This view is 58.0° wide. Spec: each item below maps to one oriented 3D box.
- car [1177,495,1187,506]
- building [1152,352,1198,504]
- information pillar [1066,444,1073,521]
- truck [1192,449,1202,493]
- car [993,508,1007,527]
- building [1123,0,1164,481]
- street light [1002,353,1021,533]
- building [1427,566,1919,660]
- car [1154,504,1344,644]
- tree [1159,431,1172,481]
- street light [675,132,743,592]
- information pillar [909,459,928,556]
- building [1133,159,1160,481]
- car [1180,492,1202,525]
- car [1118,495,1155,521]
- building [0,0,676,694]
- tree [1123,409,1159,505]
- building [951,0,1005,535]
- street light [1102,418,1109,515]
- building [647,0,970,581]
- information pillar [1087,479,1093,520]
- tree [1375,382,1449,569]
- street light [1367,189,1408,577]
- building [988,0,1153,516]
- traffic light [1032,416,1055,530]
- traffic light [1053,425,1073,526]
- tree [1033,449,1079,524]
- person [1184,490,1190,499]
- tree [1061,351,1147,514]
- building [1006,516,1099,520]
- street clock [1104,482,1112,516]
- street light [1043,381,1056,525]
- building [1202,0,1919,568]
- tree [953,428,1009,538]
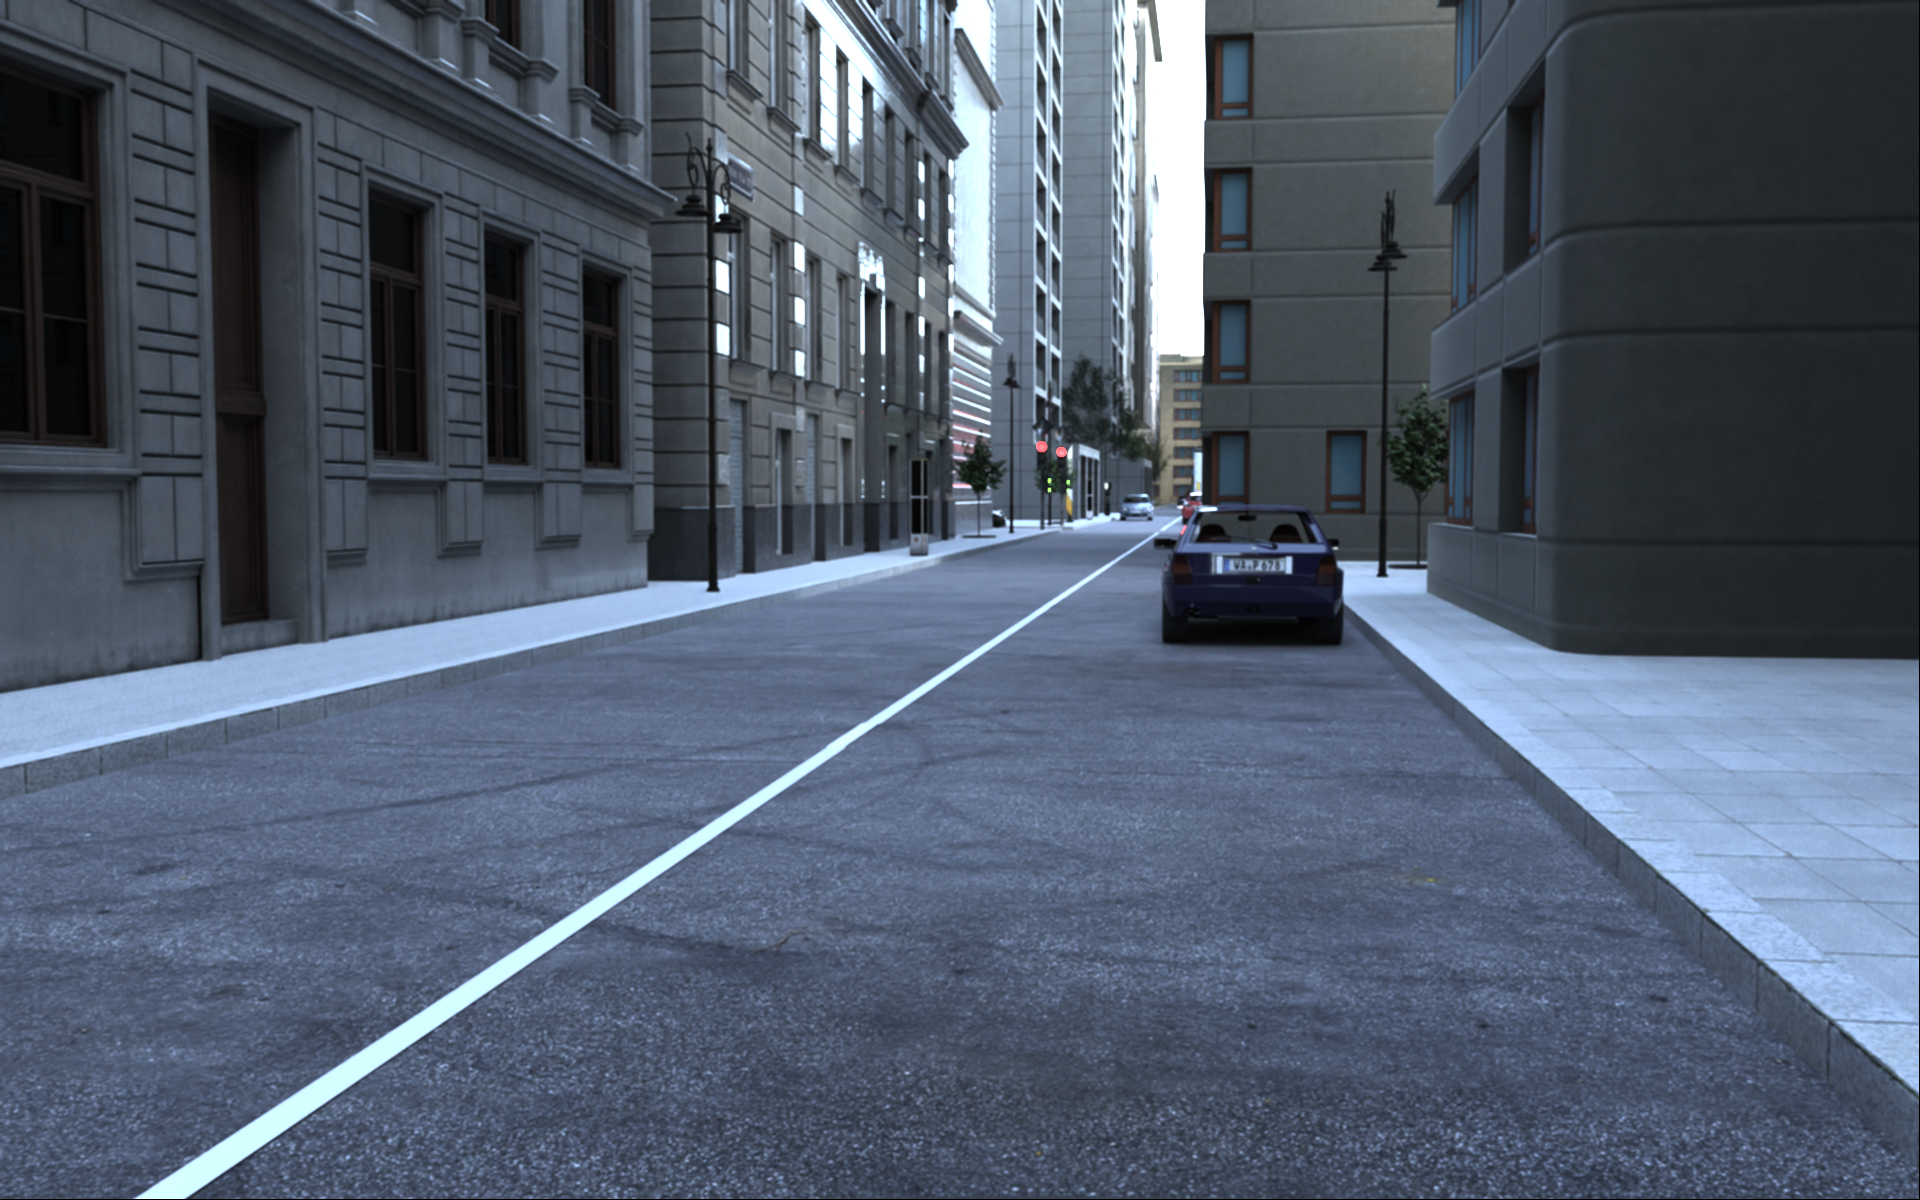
[{"bbox_3d":[27.986,-12.426,215.738,1.945,1.354,3.894,0,4,7],"label":"car"},{"bbox_3d":[19.759,-24.339,242.977,28.899,21.520,27.650,1,4,8],"label":"building"},{"bbox_3d":[5.093,-5.471,80.797,0.183,3.616,0.504,2,4,32],"label":"information pillar"},{"bbox_3d":[16.455,-7.553,112.405,2.839,4.237,11.283,0,4,8],"label":"truck"},{"bbox_3d":[-0.281,-3.541,67.680,4.222,1.686,2.009,1,4,8],"label":"car"},{"bbox_3d":[7.029,-36.549,186.813,28.713,52.752,27.495,1,4,8],"label":"building"},{"bbox_3d":[1.698,-5.144,56.892,0.468,5.910,1.993,1,4,8],"label":"street light"},{"bbox_3d":[17.670,-9.827,5.708,27.650,21.520,28.899,1,4,8],"label":"building"},{"bbox_3d":[2.976,-0.328,17.945,1.945,1.354,3.894,0,4,8],"label":"car"},{"bbox_3d":[22.729,-15.438,202.770,4.737,8.622,4.395,0,3,0],"label":"tree"},{"bbox_3d":[-3.251,-3.049,22.641,0.468,5.910,1.993,1,4,8],"label":"street light"},{"bbox_3d":[-0.853,-1.929,36.026,0.304,2.012,0.304,1,4,21],"label":"information pillar"},{"bbox_3d":[17.573,-32.434,213.887,14.086,41.232,14.154,1,4,8],"label":"building"},{"bbox_3d":[11.558,-4.509,82.768,2.155,1.783,4.494,1,4,9],"label":"car"},{"bbox_3d":[9.708,-5.082,95.085,2.014,1.417,4.499,0,4,7],"label":"car"},{"bbox_3d":[-10.613,-10.890,14.209,11.583,22.565,21.152,1,4,8],"label":"building"},{"bbox_3d":[13.743,-11.733,142.198,4.737,8.622,4.395,0,3,0],"label":"tree"},{"bbox_3d":[-8.658,-14.057,58.717,19.941,23.489,11.050,1,4,8],"label":"building"},{"bbox_3d":[8.808,-8.079,104.883,0.468,5.910,1.993,1,4,8],"label":"street light"},{"bbox_3d":[-7.480,-14.687,37.389,12.463,27.353,25.104,1,4,8],"label":"building"},{"bbox_3d":[6.329,-4.888,84.409,0.304,2.012,0.304,0,4,8],"label":"information pillar"},{"bbox_3d":[8.083,-2.160,29.924,1.663,3.219,1.824,0,3,0],"label":"tree"},{"bbox_3d":[6.538,-3.293,26.634,0.468,5.910,1.993,1,4,8],"label":"street light"},{"bbox_3d":[3.832,-42.100,126.586,20.563,71.187,20.611,1,4,8],"label":"building"},{"bbox_3d":[2.995,-4.499,62.483,0.839,4.253,0.868,1,4,8],"label":"traffic light"},{"bbox_3d":[4.164,-4.982,70.383,0.839,4.253,0.868,1,4,8],"label":"traffic light"},{"bbox_3d":[3.994,-4.842,73.776,1.663,3.219,1.824,0,3,0],"label":"tree"},{"bbox_3d":[26.817,-11.929,203.166,0.705,1.869,1.348,-3,5,-43],"label":"person"},{"bbox_3d":[8.751,-10.929,113.102,7.601,10.594,8.767,1,4,12],"label":"tree"},{"bbox_3d":[-2.798,-40.102,93.919,20.563,71.187,20.611,1,4,8],"label":"building"},{"bbox_3d":[8.637,-5.901,101.059,0.358,2.002,0.471,-2,4,-25],"label":"street clock"},{"bbox_3d":[3.669,-5.989,70.703,0.468,5.910,1.993,1,4,8],"label":"street light"},{"bbox_3d":[20.420,-12.237,45.110,27.650,21.520,28.899,1,4,8],"label":"building"},{"bbox_3d":[0.683,-3.454,51.070,1.663,3.219,1.824,0,3,0],"label":"tree"}]
